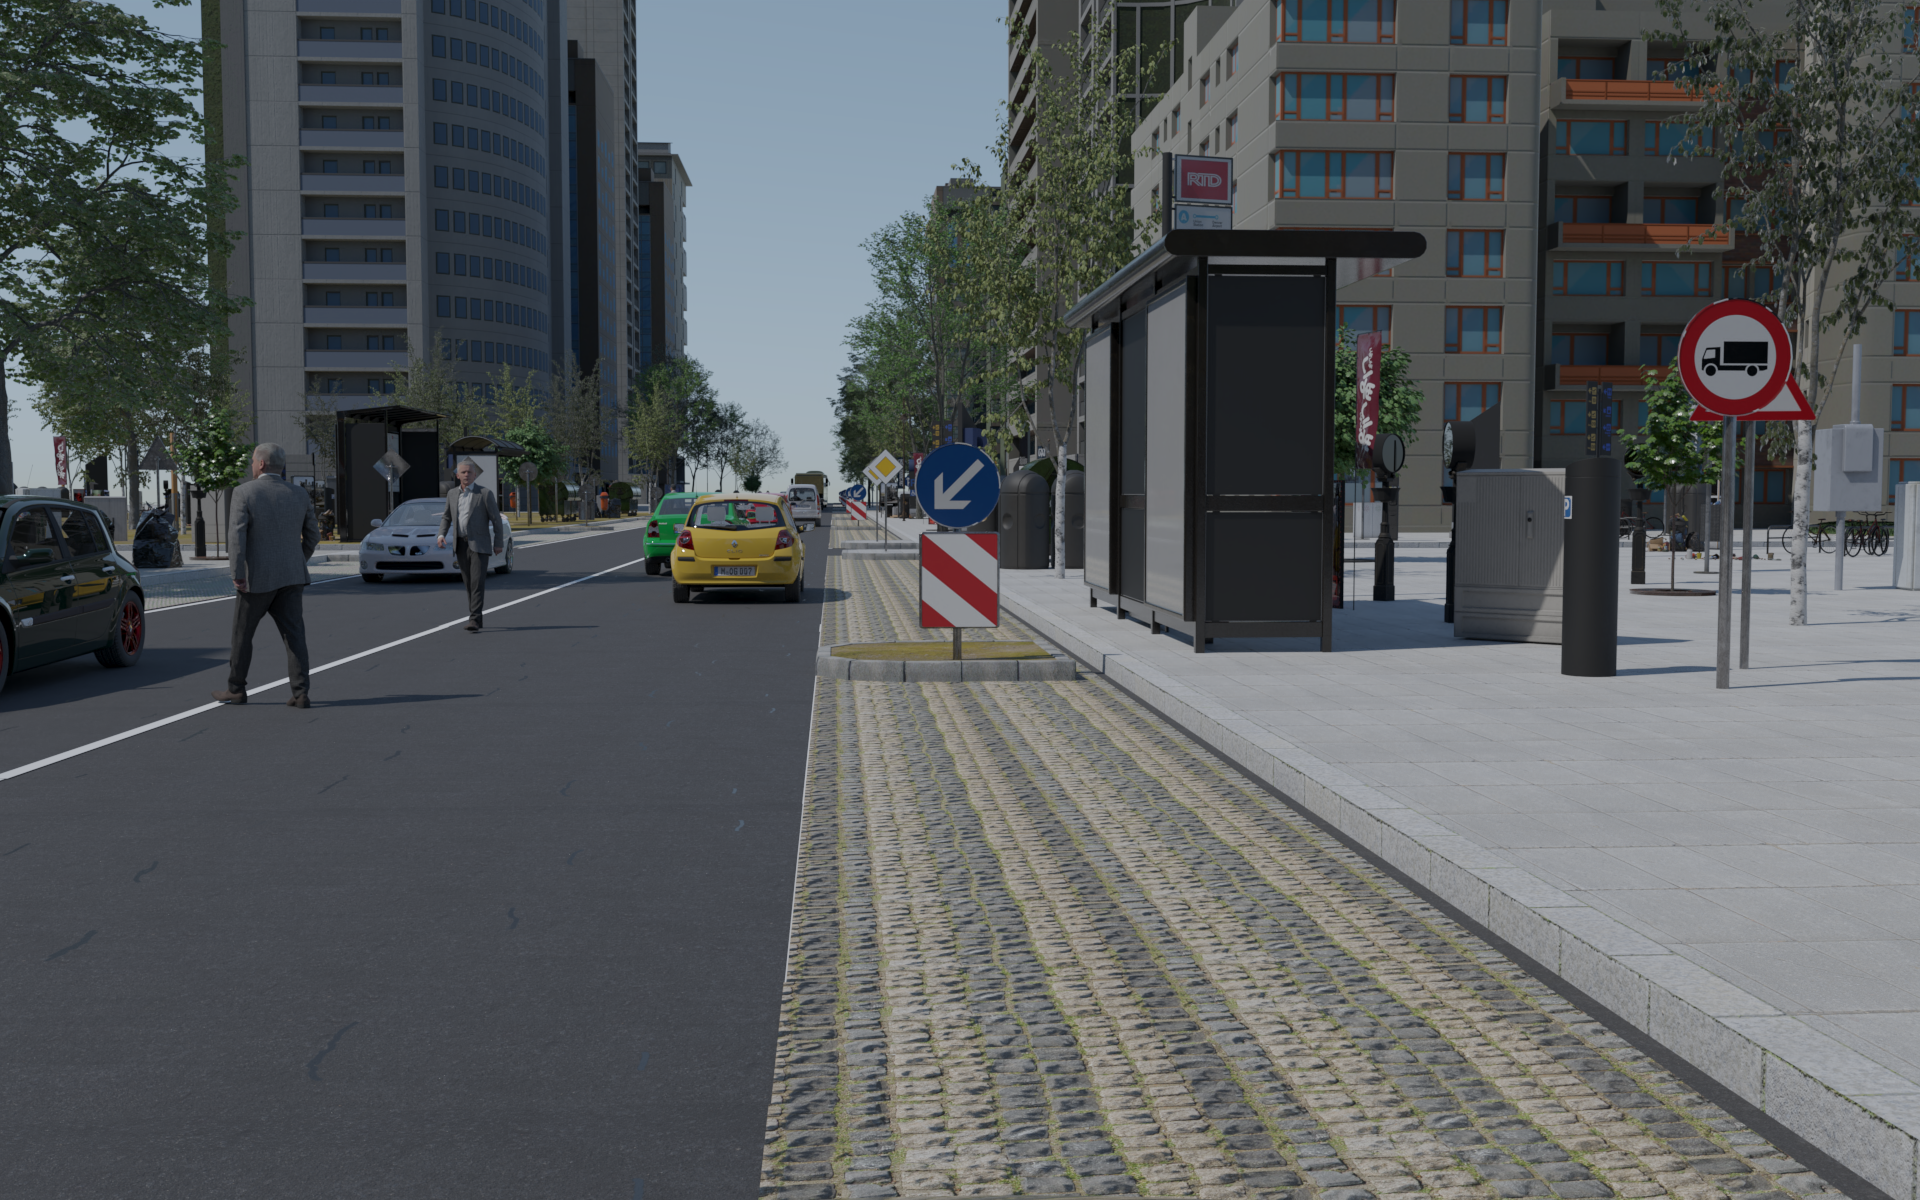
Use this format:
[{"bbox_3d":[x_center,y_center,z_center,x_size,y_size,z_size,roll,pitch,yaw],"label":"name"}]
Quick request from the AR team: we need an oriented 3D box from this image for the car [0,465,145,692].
[{"bbox_3d":[-7.582,-0.192,12.922,2.009,1.686,4.222,0,4,-5],"label":"car"}]

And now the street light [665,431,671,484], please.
[{"bbox_3d":[-20.669,-9.163,122.608,0.468,5.910,1.993,0,4,-4],"label":"street light"}]

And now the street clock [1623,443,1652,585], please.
[{"bbox_3d":[9.656,-1.225,24.606,0.471,2.002,0.358,1,4,18],"label":"street clock"}]

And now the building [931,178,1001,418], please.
[{"bbox_3d":[3.154,-36.398,245.217,14.600,45.320,14.200,0,4,-4],"label":"building"}]

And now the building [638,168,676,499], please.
[{"bbox_3d":[-47.298,-36.148,241.127,14.600,45.320,14.200,0,4,-4],"label":"building"}]

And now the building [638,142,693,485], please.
[{"bbox_3d":[-55.619,-41.135,261.789,28.713,52.752,27.495,0,4,-4],"label":"building"}]

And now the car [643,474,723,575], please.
[{"bbox_3d":[-4.767,-1.425,32.092,1.959,1.807,4.718,0,4,-3],"label":"car"}]

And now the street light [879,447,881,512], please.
[{"bbox_3d":[-5.618,-9.060,120.916,0.468,5.910,1.993,0,4,-4],"label":"street light"}]

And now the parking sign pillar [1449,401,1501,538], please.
[{"bbox_3d":[15.014,-3.788,50.408,1.447,3.967,1.447,1,4,15],"label":"parking sign pillar"}]

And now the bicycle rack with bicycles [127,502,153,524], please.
[{"bbox_3d":[-35.277,-3.700,73.883,2.852,0.926,2.925,0,4,6],"label":"bicycle rack with bicycles"}]

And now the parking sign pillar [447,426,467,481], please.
[{"bbox_3d":[-19.751,-4.970,69.729,1.447,3.967,1.447,-1,4,-16],"label":"parking sign pillar"}]

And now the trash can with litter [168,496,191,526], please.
[{"bbox_3d":[-31.004,-3.567,69.372,2.233,1.210,1.678,-1,4,-18],"label":"trash can with litter"}]

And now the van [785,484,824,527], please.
[{"bbox_3d":[-7.033,-4.286,77.096,2.013,2.044,4.112,0,4,-5],"label":"van"}]

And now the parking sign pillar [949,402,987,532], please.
[{"bbox_3d":[0.389,-3.846,51.357,1.447,3.967,1.447,2,4,24],"label":"parking sign pillar"}]

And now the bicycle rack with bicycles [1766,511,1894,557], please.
[{"bbox_3d":[18.636,-1.417,36.558,2.925,0.926,2.852,-2,4,-28],"label":"bicycle rack with bicycles"}]

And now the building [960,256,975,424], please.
[{"bbox_3d":[7.875,-25.023,180.833,14.160,30.474,14.107,0,4,-4],"label":"building"}]

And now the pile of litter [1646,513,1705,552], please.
[{"bbox_3d":[15.906,-1.514,38.726,1.719,0.858,1.176,1,4,12],"label":"pile of litter"}]

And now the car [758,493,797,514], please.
[{"bbox_3d":[-7.542,-3.637,68.499,2.155,1.783,4.494,0,4,-6],"label":"car"}]

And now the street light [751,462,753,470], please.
[{"bbox_3d":[-29.287,-16.572,243.745,0.468,5.910,1.993,0,4,-4],"label":"street light"}]

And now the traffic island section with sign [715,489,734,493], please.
[{"bbox_3d":[-20.272,-8.384,145.713,1.989,1.847,2.006,0,4,-4],"label":"traffic island section with sign"}]

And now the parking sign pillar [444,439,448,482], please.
[{"bbox_3d":[-24.914,-5.934,85.490,1.447,3.967,1.447,1,4,16],"label":"parking sign pillar"}]

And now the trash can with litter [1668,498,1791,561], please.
[{"bbox_3d":[15.154,-1.397,33.891,2.233,1.210,1.678,2,4,31],"label":"trash can with litter"}]

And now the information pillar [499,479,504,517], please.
[{"bbox_3d":[-21.750,-4.727,81.775,0.304,2.012,0.304,-2,4,-31],"label":"information pillar"}]

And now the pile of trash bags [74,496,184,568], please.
[{"bbox_3d":[-15.417,-1.265,30.432,3.447,1.369,1.912,-1,4,-10],"label":"pile of trash bags"}]

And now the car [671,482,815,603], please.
[{"bbox_3d":[-3.051,-0.861,24.294,2.015,1.641,3.980,0,4,-4],"label":"car"}]

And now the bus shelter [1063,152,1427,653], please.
[{"bbox_3d":[2.369,-2.475,18.092,2.179,5.291,8.768,0,4,-4],"label":"bus shelter"}]

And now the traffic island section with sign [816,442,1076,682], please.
[{"bbox_3d":[-0.175,-0.332,14.062,1.989,1.847,2.006,0,4,-4],"label":"traffic island section with sign"}]

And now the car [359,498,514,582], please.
[{"bbox_3d":[-8.930,-1.068,29.828,2.083,1.381,4.827,0,4,-4],"label":"car"}]

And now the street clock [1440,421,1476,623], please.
[{"bbox_3d":[4.950,-0.775,17.240,0.358,2.002,0.471,0,4,3],"label":"street clock"}]

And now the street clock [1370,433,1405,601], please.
[{"bbox_3d":[5.096,-0.990,20.763,0.471,2.002,0.358,-3,5,-41],"label":"street clock"}]

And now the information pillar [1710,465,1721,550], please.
[{"bbox_3d":[17.444,-2.165,39.887,0.304,2.012,0.304,-2,4,-27],"label":"information pillar"}]

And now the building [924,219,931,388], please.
[{"bbox_3d":[5.882,-37.469,267.235,22.147,44.769,28.867,0,4,-4],"label":"building"}]

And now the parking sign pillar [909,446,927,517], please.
[{"bbox_3d":[-2.603,-6.649,97.180,1.447,3.967,1.447,0,4,0],"label":"parking sign pillar"}]

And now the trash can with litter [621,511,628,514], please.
[{"bbox_3d":[-21.707,-6.080,110.794,1.055,1.170,0.624,0,4,-8],"label":"trash can with litter"}]

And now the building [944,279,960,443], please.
[{"bbox_3d":[4.774,-28.106,231.235,14.160,30.474,14.107,0,4,-4],"label":"building"}]

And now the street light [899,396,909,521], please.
[{"bbox_3d":[-2.650,-6.666,81.780,0.468,5.910,1.993,0,4,-4],"label":"street light"}]

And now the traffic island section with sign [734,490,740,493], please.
[{"bbox_3d":[-22.220,-10.029,172.598,1.989,1.847,2.006,0,4,-4],"label":"traffic island section with sign"}]

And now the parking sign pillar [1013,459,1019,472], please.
[{"bbox_3d":[4.124,-8.042,119.966,1.447,3.967,1.447,-1,4,-22],"label":"parking sign pillar"}]

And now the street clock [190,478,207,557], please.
[{"bbox_3d":[-15.578,-1.890,35.467,0.358,2.002,0.471,-3,4,-36],"label":"street clock"}]

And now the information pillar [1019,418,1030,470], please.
[{"bbox_3d":[1.898,-3.651,51.052,0.183,3.616,0.504,-2,4,-29],"label":"information pillar"}]

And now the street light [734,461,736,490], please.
[{"bbox_3d":[-26.599,-14.213,205.163,0.468,5.910,1.993,0,4,-4],"label":"street light"}]

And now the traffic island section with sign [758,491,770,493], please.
[{"bbox_3d":[-26.170,-13.363,227.105,1.989,1.847,2.006,0,4,-4],"label":"traffic island section with sign"}]

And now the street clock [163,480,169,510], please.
[{"bbox_3d":[-41.378,-5.242,90.277,0.358,2.002,0.471,-2,4,-29],"label":"street clock"}]

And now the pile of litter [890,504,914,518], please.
[{"bbox_3d":[-3.070,-4.799,92.429,1.176,0.858,1.719,-1,4,-22],"label":"pile of litter"}]

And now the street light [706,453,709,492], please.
[{"bbox_3d":[-23.431,-11.489,160.626,0.468,5.910,1.993,0,4,-4],"label":"street light"}]

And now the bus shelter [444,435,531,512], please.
[{"bbox_3d":[-17.001,-4.202,62.624,2.014,3.302,5.546,0,4,-4],"label":"bus shelter"}]

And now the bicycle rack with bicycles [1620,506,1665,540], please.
[{"bbox_3d":[18.448,-2.228,49.816,2.925,0.926,2.852,3,4,37],"label":"bicycle rack with bicycles"}]

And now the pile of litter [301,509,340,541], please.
[{"bbox_3d":[-17.729,-2.070,47.815,1.176,0.858,1.719,-1,4,-19],"label":"pile of litter"}]

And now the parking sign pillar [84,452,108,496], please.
[{"bbox_3d":[-53.397,-7.251,107.025,1.447,3.967,1.447,3,5,42],"label":"parking sign pillar"}]

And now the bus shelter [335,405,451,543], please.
[{"bbox_3d":[-15.802,-3.507,48.623,1.731,3.624,6.357,0,4,-4],"label":"bus shelter"}]

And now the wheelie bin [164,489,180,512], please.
[{"bbox_3d":[-45.385,-5.630,99.958,0.693,1.594,0.980,2,4,28],"label":"wheelie bin"}]

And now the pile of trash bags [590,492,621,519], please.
[{"bbox_3d":[-18.871,-5.003,91.552,1.912,1.369,3.447,-1,4,-16],"label":"pile of trash bags"}]

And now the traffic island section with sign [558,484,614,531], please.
[{"bbox_3d":[-14.633,-3.622,67.853,1.989,1.847,2.006,0,4,-4],"label":"traffic island section with sign"}]

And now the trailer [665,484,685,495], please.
[{"bbox_3d":[-16.824,-5.811,102.057,1.471,1.999,3.904,0,4,-5],"label":"trailer"}]

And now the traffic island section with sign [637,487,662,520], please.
[{"bbox_3d":[-16.574,-5.267,94.738,1.989,1.847,2.006,0,4,-4],"label":"traffic island section with sign"}]

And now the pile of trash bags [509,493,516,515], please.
[{"bbox_3d":[-28.003,-5.719,103.257,3.447,1.369,1.912,-1,4,-21],"label":"pile of trash bags"}]

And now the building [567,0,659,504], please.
[{"bbox_3d":[-49.864,-47.963,222.451,20.563,71.187,20.611,0,4,-4],"label":"building"}]

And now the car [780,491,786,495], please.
[{"bbox_3d":[-23.497,-13.741,233.343,2.281,1.827,5.304,0,4,-2],"label":"car"}]
